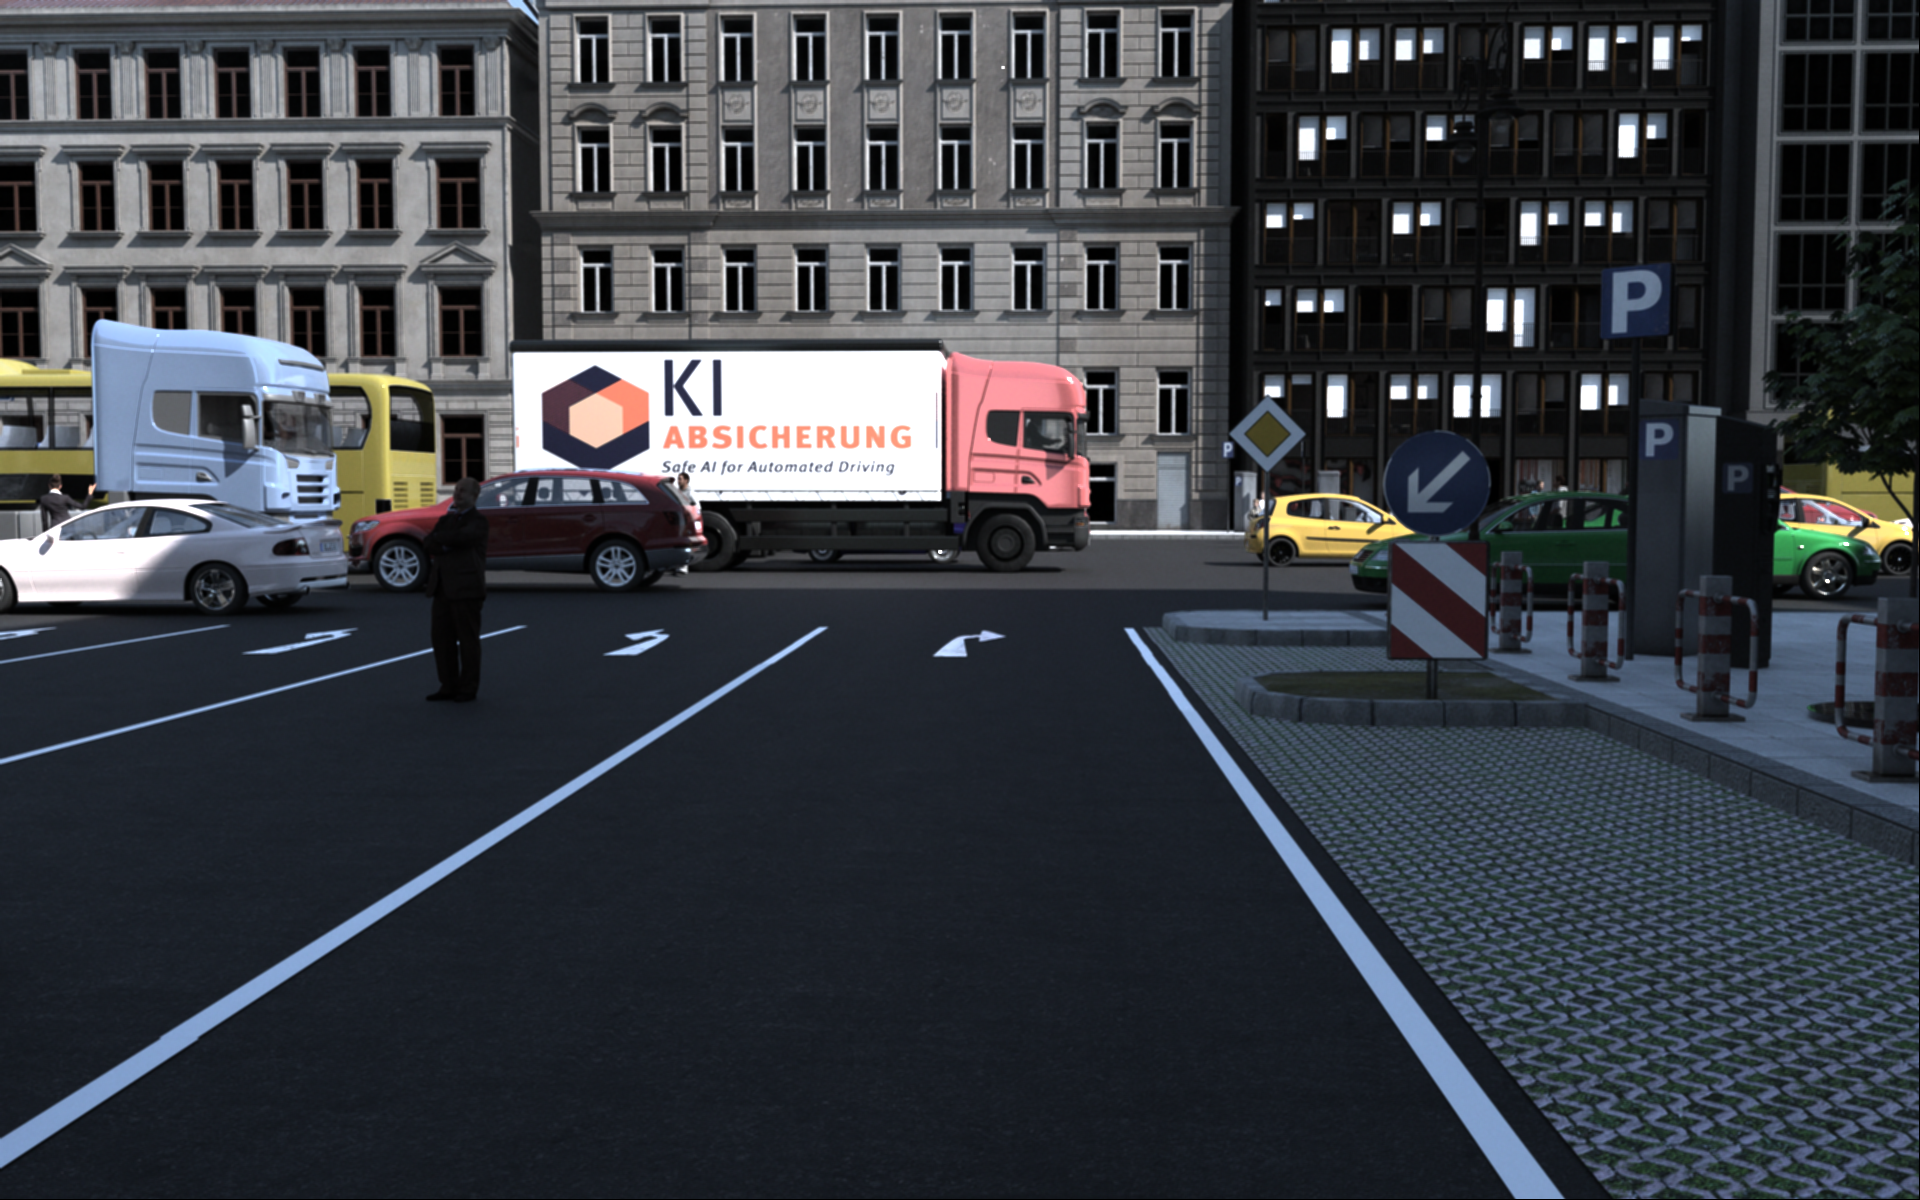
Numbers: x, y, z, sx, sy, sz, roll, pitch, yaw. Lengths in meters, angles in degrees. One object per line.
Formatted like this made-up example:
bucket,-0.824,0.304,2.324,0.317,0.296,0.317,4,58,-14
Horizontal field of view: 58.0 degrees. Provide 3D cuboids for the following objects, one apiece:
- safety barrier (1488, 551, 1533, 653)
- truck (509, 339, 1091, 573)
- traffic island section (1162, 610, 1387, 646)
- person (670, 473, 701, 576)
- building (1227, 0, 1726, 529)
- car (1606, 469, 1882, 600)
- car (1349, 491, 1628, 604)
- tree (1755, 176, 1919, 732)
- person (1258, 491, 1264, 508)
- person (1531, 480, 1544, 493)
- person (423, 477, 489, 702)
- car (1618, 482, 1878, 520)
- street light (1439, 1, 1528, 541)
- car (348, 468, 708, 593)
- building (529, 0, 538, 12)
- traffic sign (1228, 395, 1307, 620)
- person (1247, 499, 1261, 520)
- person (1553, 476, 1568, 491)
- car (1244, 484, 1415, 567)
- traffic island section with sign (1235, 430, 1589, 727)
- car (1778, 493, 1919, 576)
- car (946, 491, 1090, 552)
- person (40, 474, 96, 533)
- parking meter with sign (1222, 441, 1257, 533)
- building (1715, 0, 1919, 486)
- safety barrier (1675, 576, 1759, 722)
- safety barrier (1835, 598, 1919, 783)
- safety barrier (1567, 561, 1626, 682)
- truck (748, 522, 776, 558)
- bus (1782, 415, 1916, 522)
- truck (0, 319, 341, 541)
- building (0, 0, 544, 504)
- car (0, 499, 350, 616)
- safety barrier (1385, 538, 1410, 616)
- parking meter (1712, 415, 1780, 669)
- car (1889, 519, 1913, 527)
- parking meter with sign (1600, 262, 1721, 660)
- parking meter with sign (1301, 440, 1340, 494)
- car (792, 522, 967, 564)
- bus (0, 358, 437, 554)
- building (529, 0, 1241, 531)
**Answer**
safety barrier,4.452,0.017,13.998,0.300,0.817,1.120,0,4,2
truck,-2.539,-2.671,32.586,11.283,4.237,2.839,0,4,2
traffic island section,3.131,0.283,17.648,2.009,0.180,2.903,0,4,2
person,-4.910,-1.320,30.225,0.875,1.805,0.789,3,5,41
building,17.980,-14.378,64.750,15.834,23.373,12.332,0,4,2
car,10.329,-0.940,24.160,4.718,1.807,1.959,0,4,0
car,7.350,-0.804,21.947,4.718,1.807,1.959,0,4,2
tree,5.501,-0.924,9.712,1.663,3.219,1.824,0,3,0
person,8.822,-2.401,50.355,0.523,1.515,0.503,2,4,35
person,14.224,-2.076,42.787,0.601,1.785,0.444,-2,4,-25
person,-3.460,-0.073,11.957,0.482,1.546,0.388,2,4,35
car,15.848,-1.625,35.240,5.304,1.827,2.281,0,4,4
street light,5.062,-2.700,16.926,0.468,5.910,1.993,0,4,2
car,-6.473,-1.062,26.044,5.304,1.827,2.281,0,4,0
building,-42.228,-36.039,131.244,21.231,58.520,28.212,0,4,2
traffic sign,3.107,-0.852,17.572,0.795,2.450,0.064,0,4,2
person,7.921,-2.048,46.254,0.475,1.303,0.640,-1,4,-20
person,12.094,-1.626,35.226,0.789,1.805,0.875,2,4,26
car,7.743,-1.503,34.795,3.980,1.641,2.015,0,4,3
traffic island section with sign,2.889,-0.178,11.541,1.989,1.847,2.006,0,4,2
car,15.332,-1.283,31.204,3.980,1.641,2.015,0,4,3
car,0.667,-2.169,44.135,5.304,1.827,2.281,0,4,1
person,-13.248,-1.005,25.735,0.742,1.727,0.445,-3,5,-42
parking meter with sign,9.567,-3.769,57.882,1.738,3.016,0.543,-3,4,-36
building,41.014,-15.045,65.049,30.058,24.678,14.314,0,4,2
safety barrier,4.280,0.272,9.825,0.300,0.817,1.120,0,4,2
safety barrier,4.191,0.399,7.751,0.300,0.817,1.120,0,4,2
safety barrier,4.366,0.145,11.908,0.300,0.817,1.120,0,4,2
truck,-5.373,-3.272,42.410,2.839,4.237,11.283,0,4,3
bus,27.592,-3.201,43.888,12.252,3.916,2.896,0,4,3
truck,-18.950,-2.337,27.970,18.799,4.110,2.967,0,4,3
building,-25.578,-14.094,66.596,21.152,22.565,11.583,0,4,2
car,-10.035,-0.546,21.287,4.827,1.381,2.083,0,4,3
safety barrier,4.628,-0.237,18.155,0.300,0.817,1.120,0,4,2
parking meter,5.809,-0.434,12.812,0.255,1.863,0.399,-3,5,-42
car,23.625,-1.682,39.869,4.827,1.381,2.083,0,4,2
parking meter with sign,5.769,-1.078,13.879,1.738,3.016,0.543,-3,5,-44
parking meter with sign,11.990,-3.671,56.280,1.738,3.016,0.543,0,4,6
car,-1.617,-1.464,36.516,3.894,1.354,1.945,0,4,3
bus,-16.024,-2.458,31.737,12.252,3.916,2.896,0,4,3
building,-2.455,-16.428,65.859,25.104,27.353,12.463,0,4,2
